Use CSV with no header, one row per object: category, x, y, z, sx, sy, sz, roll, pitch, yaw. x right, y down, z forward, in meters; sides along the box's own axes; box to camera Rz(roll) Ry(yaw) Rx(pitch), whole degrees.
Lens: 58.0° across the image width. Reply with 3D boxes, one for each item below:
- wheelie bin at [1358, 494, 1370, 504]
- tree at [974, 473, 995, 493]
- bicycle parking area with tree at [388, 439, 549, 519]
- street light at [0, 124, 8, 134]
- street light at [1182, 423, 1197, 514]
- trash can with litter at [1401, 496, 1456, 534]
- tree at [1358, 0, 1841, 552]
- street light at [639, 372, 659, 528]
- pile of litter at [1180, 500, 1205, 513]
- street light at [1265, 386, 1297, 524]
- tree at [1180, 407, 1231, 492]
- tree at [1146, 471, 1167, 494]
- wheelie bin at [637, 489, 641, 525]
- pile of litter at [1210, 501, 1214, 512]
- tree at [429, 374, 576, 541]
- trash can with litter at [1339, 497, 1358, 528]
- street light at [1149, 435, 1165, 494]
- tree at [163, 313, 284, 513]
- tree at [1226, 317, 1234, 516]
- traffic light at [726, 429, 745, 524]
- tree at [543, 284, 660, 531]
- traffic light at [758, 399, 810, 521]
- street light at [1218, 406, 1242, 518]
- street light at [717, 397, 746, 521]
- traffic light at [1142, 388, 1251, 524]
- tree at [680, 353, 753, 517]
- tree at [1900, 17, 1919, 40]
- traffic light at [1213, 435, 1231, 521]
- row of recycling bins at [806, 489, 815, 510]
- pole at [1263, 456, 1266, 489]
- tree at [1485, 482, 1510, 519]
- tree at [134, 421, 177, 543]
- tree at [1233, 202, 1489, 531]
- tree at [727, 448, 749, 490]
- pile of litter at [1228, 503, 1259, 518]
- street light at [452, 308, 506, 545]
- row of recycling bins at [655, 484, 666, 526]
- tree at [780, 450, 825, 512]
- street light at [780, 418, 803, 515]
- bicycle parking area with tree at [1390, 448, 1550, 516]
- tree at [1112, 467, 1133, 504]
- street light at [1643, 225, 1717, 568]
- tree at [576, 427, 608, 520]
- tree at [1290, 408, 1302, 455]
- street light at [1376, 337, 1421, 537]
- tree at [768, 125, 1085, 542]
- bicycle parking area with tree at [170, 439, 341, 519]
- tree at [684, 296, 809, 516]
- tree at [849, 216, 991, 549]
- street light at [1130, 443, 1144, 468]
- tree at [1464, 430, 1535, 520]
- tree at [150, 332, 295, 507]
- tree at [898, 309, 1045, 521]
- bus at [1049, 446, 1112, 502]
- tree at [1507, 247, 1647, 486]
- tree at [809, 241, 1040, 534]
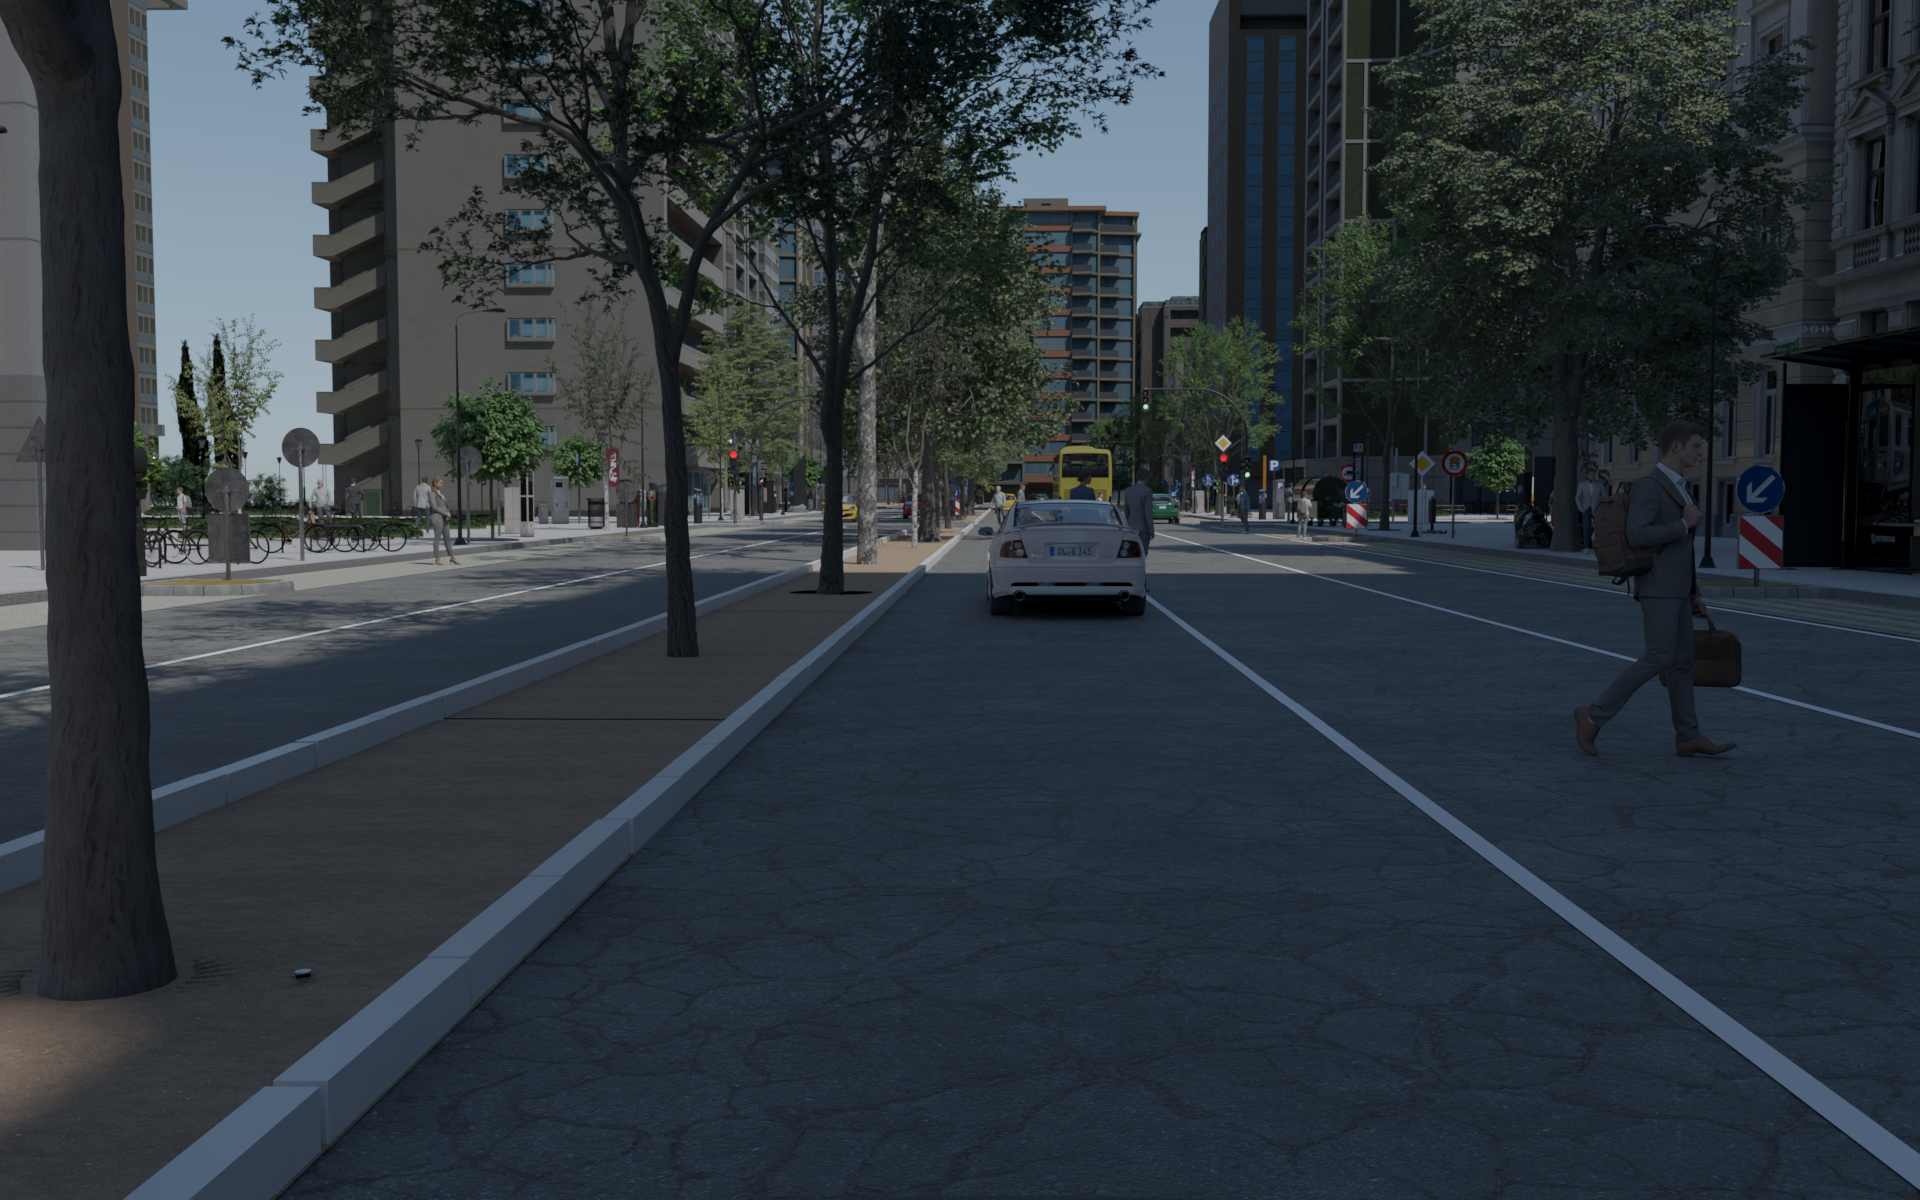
wheelie bin,16.182,-3.826,70.459,0.980,1.594,0.693,1,4,20
tree,1.105,-11.520,141.169,4.737,8.622,4.395,0,3,0
bicycle parking area with tree,-25.793,-6.384,91.379,8.231,4.147,9.016,0,4,6
street light,-12.622,-3.015,21.844,1.470,5.913,1.316,0,4,2
street light,14.796,-8.597,113.101,1.470,5.913,1.316,0,4,2
trash can with litter,15.246,-2.760,56.184,1.678,1.210,2.233,1,4,10
tree,13.653,-8.052,38.299,9.857,13.997,8.962,0,3,0
street light,-11.396,-5.659,65.063,1.470,5.913,1.316,0,4,2
pile of litter,15.980,-6.522,120.593,1.719,0.858,1.176,0,4,-5
street light,13.762,-6.218,74.203,1.470,5.913,1.316,0,4,2
tree,19.843,-11.548,139.179,4.737,8.622,4.395,0,3,0
tree,16.551,-9.557,150.855,1.663,3.219,1.824,0,3,0
wheelie bin,-13.588,-3.921,72.024,0.693,1.594,0.980,-1,4,-12
pile of litter,17.580,-6.727,123.954,1.176,0.858,1.719,-1,4,-19
tree,-12.911,-3.913,47.694,4.285,4.588,4.351,0,3,0
trash can with litter,14.629,-3.269,64.838,0.624,1.170,1.055,2,4,31
street light,15.385,-9.953,135.279,1.470,5.913,1.316,0,4,2
tree,-29.347,-7.303,69.766,4.737,8.622,4.395,0,3,0
tree,15.155,-10.763,101.736,9.928,11.665,9.643,0,3,0
traffic light,-9.718,-5.255,74.848,0.839,4.253,0.868,0,4,2
tree,-12.373,-6.729,60.377,4.360,8.622,3.978,0,3,0
traffic light,-7.403,-6.614,82.807,4.771,5.953,1.251,0,4,2
street light,14.223,-7.244,90.979,1.470,5.913,1.316,0,4,2
street light,-10.957,-6.760,83.064,1.470,5.913,1.316,0,4,2
traffic light,10.142,-6.086,74.175,4.771,5.953,1.251,0,4,2
tree,-12.584,-8.520,89.656,4.737,8.622,4.395,0,3,0
tree,13.344,-5.573,16.879,9.928,11.665,9.643,0,3,0
traffic light,12.456,-5.708,82.240,0.839,4.253,0.868,0,4,2
row of recycling bins,-11.060,-7.873,135.841,3.534,1.692,1.069,3,5,40
pole,16.140,-5.992,91.804,0.158,3.312,0.155,0,3,0
tree,28.283,-5.877,90.695,1.663,3.219,1.824,0,3,0
tree,-21.841,-3.132,45.803,1.663,3.219,1.824,0,3,0
tree,15.012,-8.233,60.371,9.928,11.665,9.643,0,3,0
tree,-15.530,-8.440,121.712,4.285,4.588,4.351,0,3,0
pile of litter,16.920,-5.511,104.065,1.176,0.858,1.719,-1,4,-18
street light,-12.013,-4.327,43.294,1.470,5.913,1.316,0,4,2
row of recycling bins,-11.906,-3.938,71.505,1.069,1.692,3.534,0,4,0
tree,-11.374,-8.627,124.769,4.285,4.588,4.351,0,3,0
street light,-10.298,-8.153,105.843,1.470,5.913,1.316,0,4,2
bicycle parking area with tree,31.202,-7.301,106.375,9.016,4.147,8.231,1,4,9
tree,18.902,-13.542,205.123,4.285,4.588,4.351,0,3,0
street light,12.480,-3.516,30.020,1.470,5.913,1.316,0,4,2
tree,-18.774,-6.189,84.912,4.285,4.588,4.351,0,3,0
tree,28.294,-11.473,137.943,4.360,8.622,3.978,0,3,0
street light,13.024,-4.828,51.472,1.470,5.913,1.316,0,4,2
tree,-0.976,-8.099,51.890,9.611,12.733,9.660,0,3,0
bicycle parking area with tree,-37.359,-6.404,91.707,8.231,4.147,9.016,-2,4,-25
tree,-12.020,-11.135,100.189,7.486,12.596,7.792,0,3,0
tree,-1.191,-5.635,44.945,4.360,8.622,3.978,0,3,0
street light,16.030,-11.265,156.728,1.470,5.913,1.316,0,4,2
tree,26.875,-6.270,86.229,4.285,4.588,4.351,0,3,0
tree,-63.685,-14.837,144.407,13.155,14.587,18.604,-1,4,-10
tree,-0.280,-10.833,86.238,9.857,13.997,8.962,0,3,0
bus,6.089,-5.899,87.993,2.896,3.916,12.252,0,4,2
tree,17.853,-6.134,50.658,4.360,8.622,3.978,0,3,0
tree,-1.008,-8.672,62.373,7.486,12.596,7.792,0,3,0
